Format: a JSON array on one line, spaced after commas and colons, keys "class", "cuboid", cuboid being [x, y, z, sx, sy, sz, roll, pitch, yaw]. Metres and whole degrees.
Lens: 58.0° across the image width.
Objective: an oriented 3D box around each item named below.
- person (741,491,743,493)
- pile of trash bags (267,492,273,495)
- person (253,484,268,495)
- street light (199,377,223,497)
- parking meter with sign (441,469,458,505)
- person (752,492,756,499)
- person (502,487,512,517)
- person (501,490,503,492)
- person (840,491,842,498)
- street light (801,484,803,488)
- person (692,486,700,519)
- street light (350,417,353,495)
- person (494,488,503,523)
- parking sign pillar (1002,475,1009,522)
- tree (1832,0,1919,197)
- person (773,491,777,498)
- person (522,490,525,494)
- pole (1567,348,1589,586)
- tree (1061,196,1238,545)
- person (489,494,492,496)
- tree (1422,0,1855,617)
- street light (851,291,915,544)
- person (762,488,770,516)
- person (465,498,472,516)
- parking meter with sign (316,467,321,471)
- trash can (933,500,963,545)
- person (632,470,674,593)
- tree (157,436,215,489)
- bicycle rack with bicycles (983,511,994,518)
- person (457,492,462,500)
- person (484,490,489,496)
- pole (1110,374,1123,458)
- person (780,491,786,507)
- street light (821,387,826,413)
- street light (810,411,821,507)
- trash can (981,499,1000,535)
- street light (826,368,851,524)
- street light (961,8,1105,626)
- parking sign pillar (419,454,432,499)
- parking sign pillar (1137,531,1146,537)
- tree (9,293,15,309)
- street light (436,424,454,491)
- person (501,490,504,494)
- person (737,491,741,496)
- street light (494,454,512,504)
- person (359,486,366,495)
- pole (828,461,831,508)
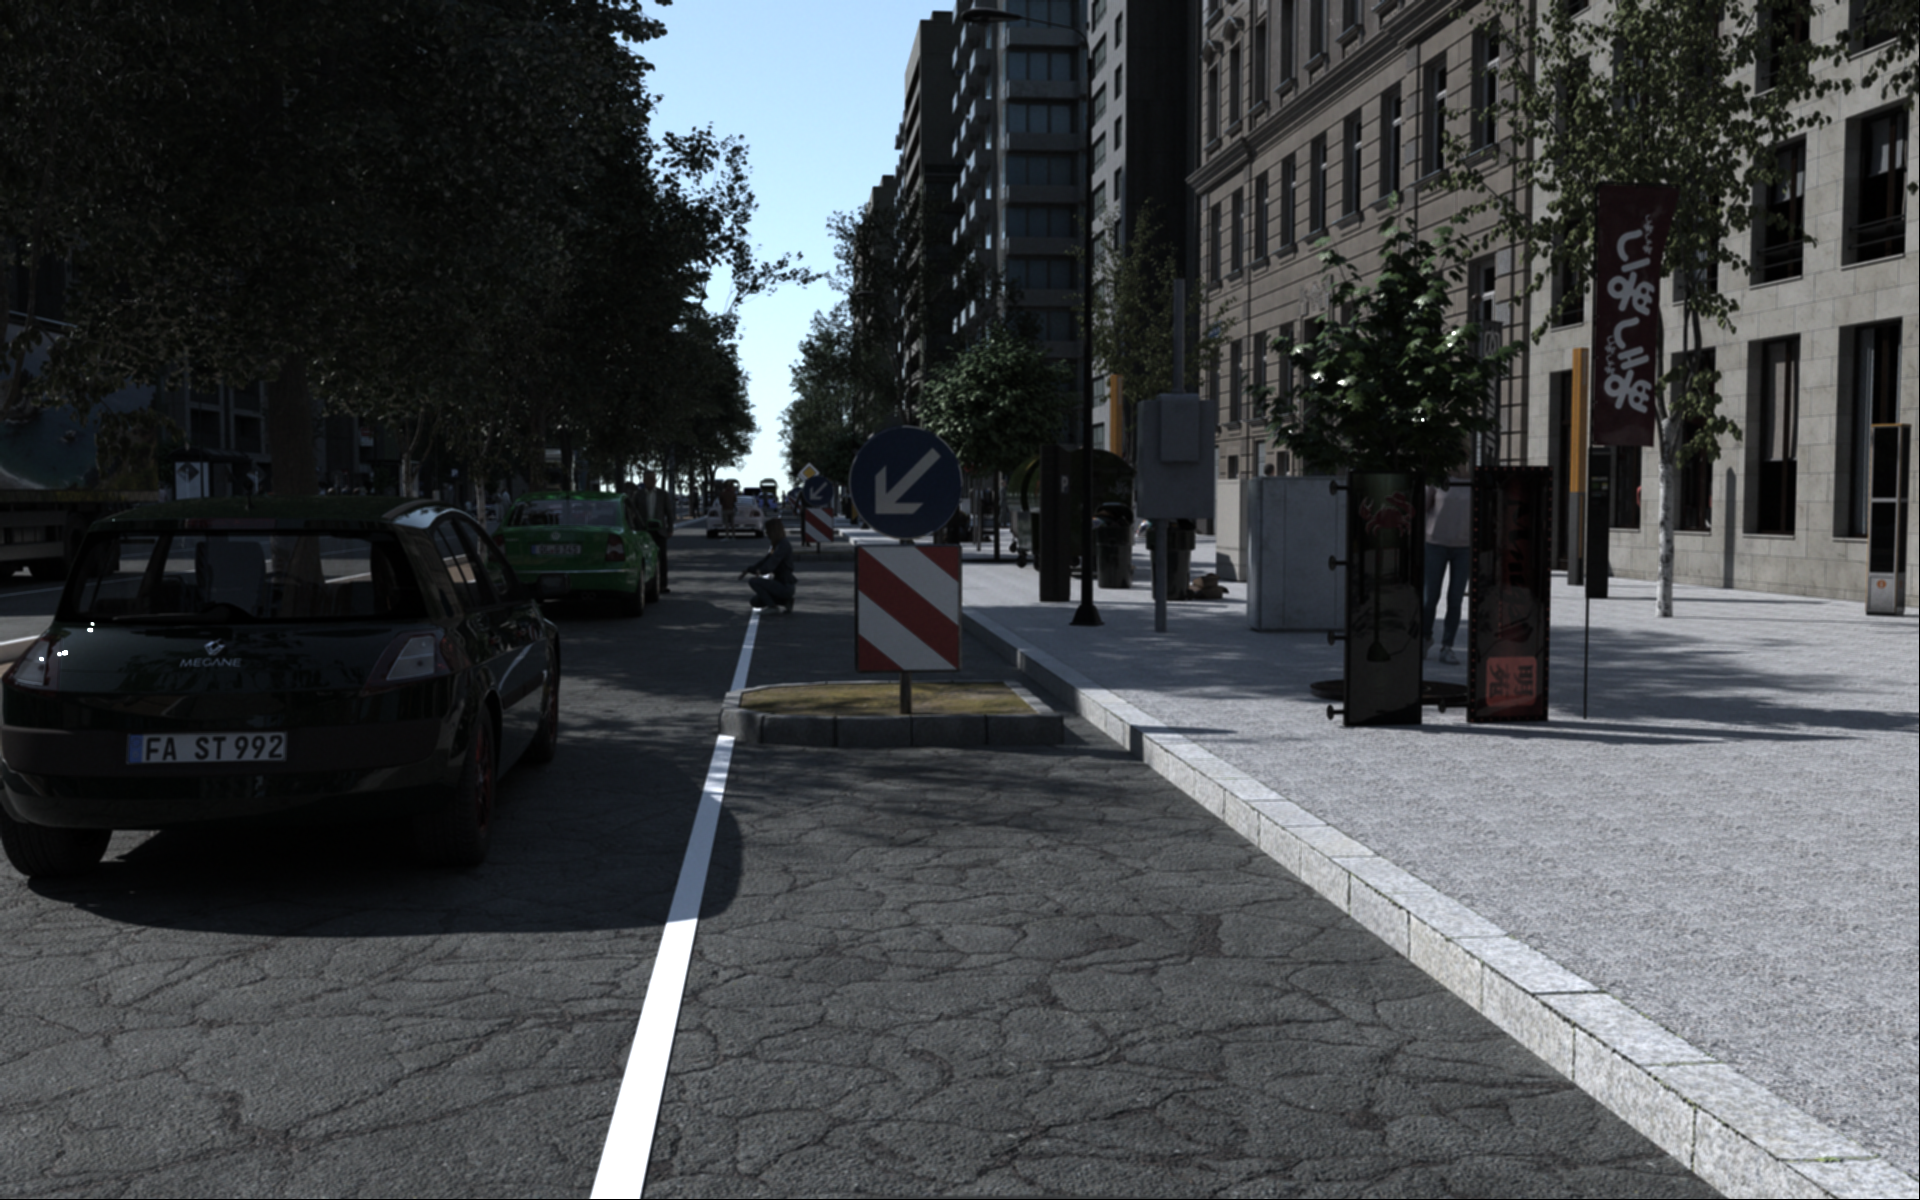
[{"class": "person", "cuboid": [-24.851, -11.457, 196.511, 0.721, 1.739, 1.217, 1, 4, 19]}, {"class": "pile of trash bags", "cuboid": [-32.928, -4.701, 86.617, 3.447, 1.369, 1.912, -2, 4, -27]}, {"class": "person", "cuboid": [-26.115, -3.436, 64.928, 0.600, 1.795, 0.529, 2, 4, 25]}, {"class": "street light", "cuboid": [-29.323, -5.851, 68.209, 1.470, 5.913, 1.316, 0, 4, -6]}, {"class": "parking meter with sign", "cuboid": [-35.781, -7.642, 121.200, 1.738, 3.016, 0.543, 3, 5, 44]}, {"class": "person", "cuboid": [-14.443, -6.790, 121.322, 0.330, 1.601, 0.589, 1, 4, 9]}, {"class": "person", "cuboid": [-23.486, -4.936, 89.423, 0.641, 1.798, 0.478, -3, 4, -39]}, {"class": "person", "cuboid": [-47.818, -10.610, 180.316, 0.742, 1.727, 0.445, -2, 4, -24]}, {"class": "person", "cuboid": [-14.805, -12.723, 214.772, 0.721, 1.735, 1.217, -1, 4, -9]}, {"class": "street light", "cuboid": [-13.091, -11.002, 152.420, 1.470, 5.913, 1.316, 0, 4, -6]}, {"class": "person", "cuboid": [-15.260, -5.660, 100.400, 0.474, 1.900, 0.648, -3, 4, -36]}, {"class": "street light", "cuboid": [-31.504, -7.257, 91.194, 1.470, 5.913, 1.316, 0, 4, -6]}, {"class": "person", "cuboid": [-23.096, -4.756, 86.803, 0.362, 1.759, 0.519, 2, 4, 35]}, {"class": "parking sign pillar", "cuboid": [2.571, -5.496, 78.332, 1.447, 3.967, 1.447, -2, 4, -26]}, {"class": "tree", "cuboid": [8.104, -3.815, 12.739, 4.360, 8.622, 3.978, 0, 3, 0]}, {"class": "person", "cuboid": [-23.192, -12.652, 215.367, 0.705, 1.823, 1.348, 3, 5, 40]}, {"class": "person", "cuboid": [-46.489, -10.850, 184.117, 0.721, 1.739, 1.217, -2, 4, -25]}, {"class": "pole", "cuboid": [8.662, -1.860, 24.262, 0.158, 3.312, 0.155, 0, 3, 0]}, {"class": "tree", "cuboid": [4.461, -5.665, 42.985, 4.737, 8.622, 4.395, 0, 3, 0]}, {"class": "person", "cuboid": [-44.275, -9.602, 163.054, 0.705, 1.822, 1.348, 0, 4, -6]}, {"class": "tree", "cuboid": [7.129, -4.122, 17.762, 4.737, 8.622, 4.395, 0, 3, 0]}, {"class": "street light", "cuboid": [-1.689, -4.118, 39.872, 1.470, 5.913, 1.316, 0, 4, -6]}, {"class": "person", "cuboid": [-12.984, -6.548, 115.682, 0.853, 1.813, 0.709, -3, 4, -38]}, {"class": "person", "cuboid": [-23.817, -4.326, 83.921, 0.332, 1.250, 0.352, 0, 4, -4]}, {"class": "parking meter with sign", "cuboid": [-41.465, -6.988, 110.515, 0.543, 3.016, 1.738, 1, 4, 11]}, {"class": "trash can", "cuboid": [-0.306, -1.696, 39.386, 0.748, 1.137, 0.748, 0, 3, 0]}, {"class": "person", "cuboid": [-4.424, -0.981, 24.939, 0.661, 1.777, 0.834, -1, 4, -22]}, {"class": "tree", "cuboid": [-38.959, -6.294, 86.621, 4.285, 4.588, 4.351, 0, 3, 0]}, {"class": "bicycle rack with bicycles", "cuboid": [2.851, -4.926, 93.929, 2.925, 0.926, 2.852, 3, 5, 41]}, {"class": "person", "cuboid": [-47.624, -9.730, 165.851, 1.217, 1.743, 0.721, -3, 5, -42]}, {"class": "person", "cuboid": [-45.616, -9.777, 165.981, 1.350, 1.814, 0.705, -1, 4, -10]}, {"class": "pole", "cuboid": [2.669, -2.188, 29.612, 0.158, 3.312, 0.155, 0, 3, 0]}, {"class": "person", "cuboid": [-19.525, -11.188, 191.415, 0.705, 1.826, 1.348, 1, 4, 18]}, {"class": "street light", "cuboid": [-5.115, -6.236, 74.503, 1.470, 5.913, 1.316, 0, 4, -6]}, {"class": "street light", "cuboid": [-7.562, -7.640, 97.460, 1.470, 5.913, 1.316, 0, 4, -6]}, {"class": "trash can", "cuboid": [0.929, -2.643, 54.865, 0.748, 1.137, 0.748, 0, 3, 0]}, {"class": "street light", "cuboid": [-4.000, -5.523, 62.844, 1.470, 5.913, 1.316, 0, 4, -6]}, {"class": "street light", "cuboid": [0.707, -2.706, 16.780, 1.470, 5.913, 1.316, 0, 4, -6]}, {"class": "parking sign pillar", "cuboid": [-36.213, -7.875, 117.233, 1.447, 3.967, 1.447, 0, 4, 5]}, {"class": "parking sign pillar", "cuboid": [6.056, -3.882, 51.944, 1.447, 3.967, 1.447, -1, 4, -12]}, {"class": "tree", "cuboid": [-27.514, -6.644, 43.043, 8.767, 10.594, 7.601, 0, 4, 4]}, {"class": "street light", "cuboid": [-33.931, -8.661, 114.153, 1.470, 5.913, 1.316, 0, 4, -6]}, {"class": "person", "cuboid": [-44.814, -10.037, 170.279, 0.705, 1.807, 1.348, 1, 4, 14]}, {"class": "person", "cuboid": [-23.869, -10.901, 187.558, 1.217, 1.723, 0.721, -2, 4, -26]}, {"class": "street light", "cuboid": [-36.273, -10.066, 137.121, 1.470, 5.913, 1.316, 0, 4, -6]}, {"class": "person", "cuboid": [-28.752, -4.563, 83.279, 0.709, 1.800, 0.728, 3, 5, 43]}, {"class": "pole", "cuboid": [-6.830, -5.918, 90.596, 0.158, 3.312, 0.155, 0, 3, 0]}]
